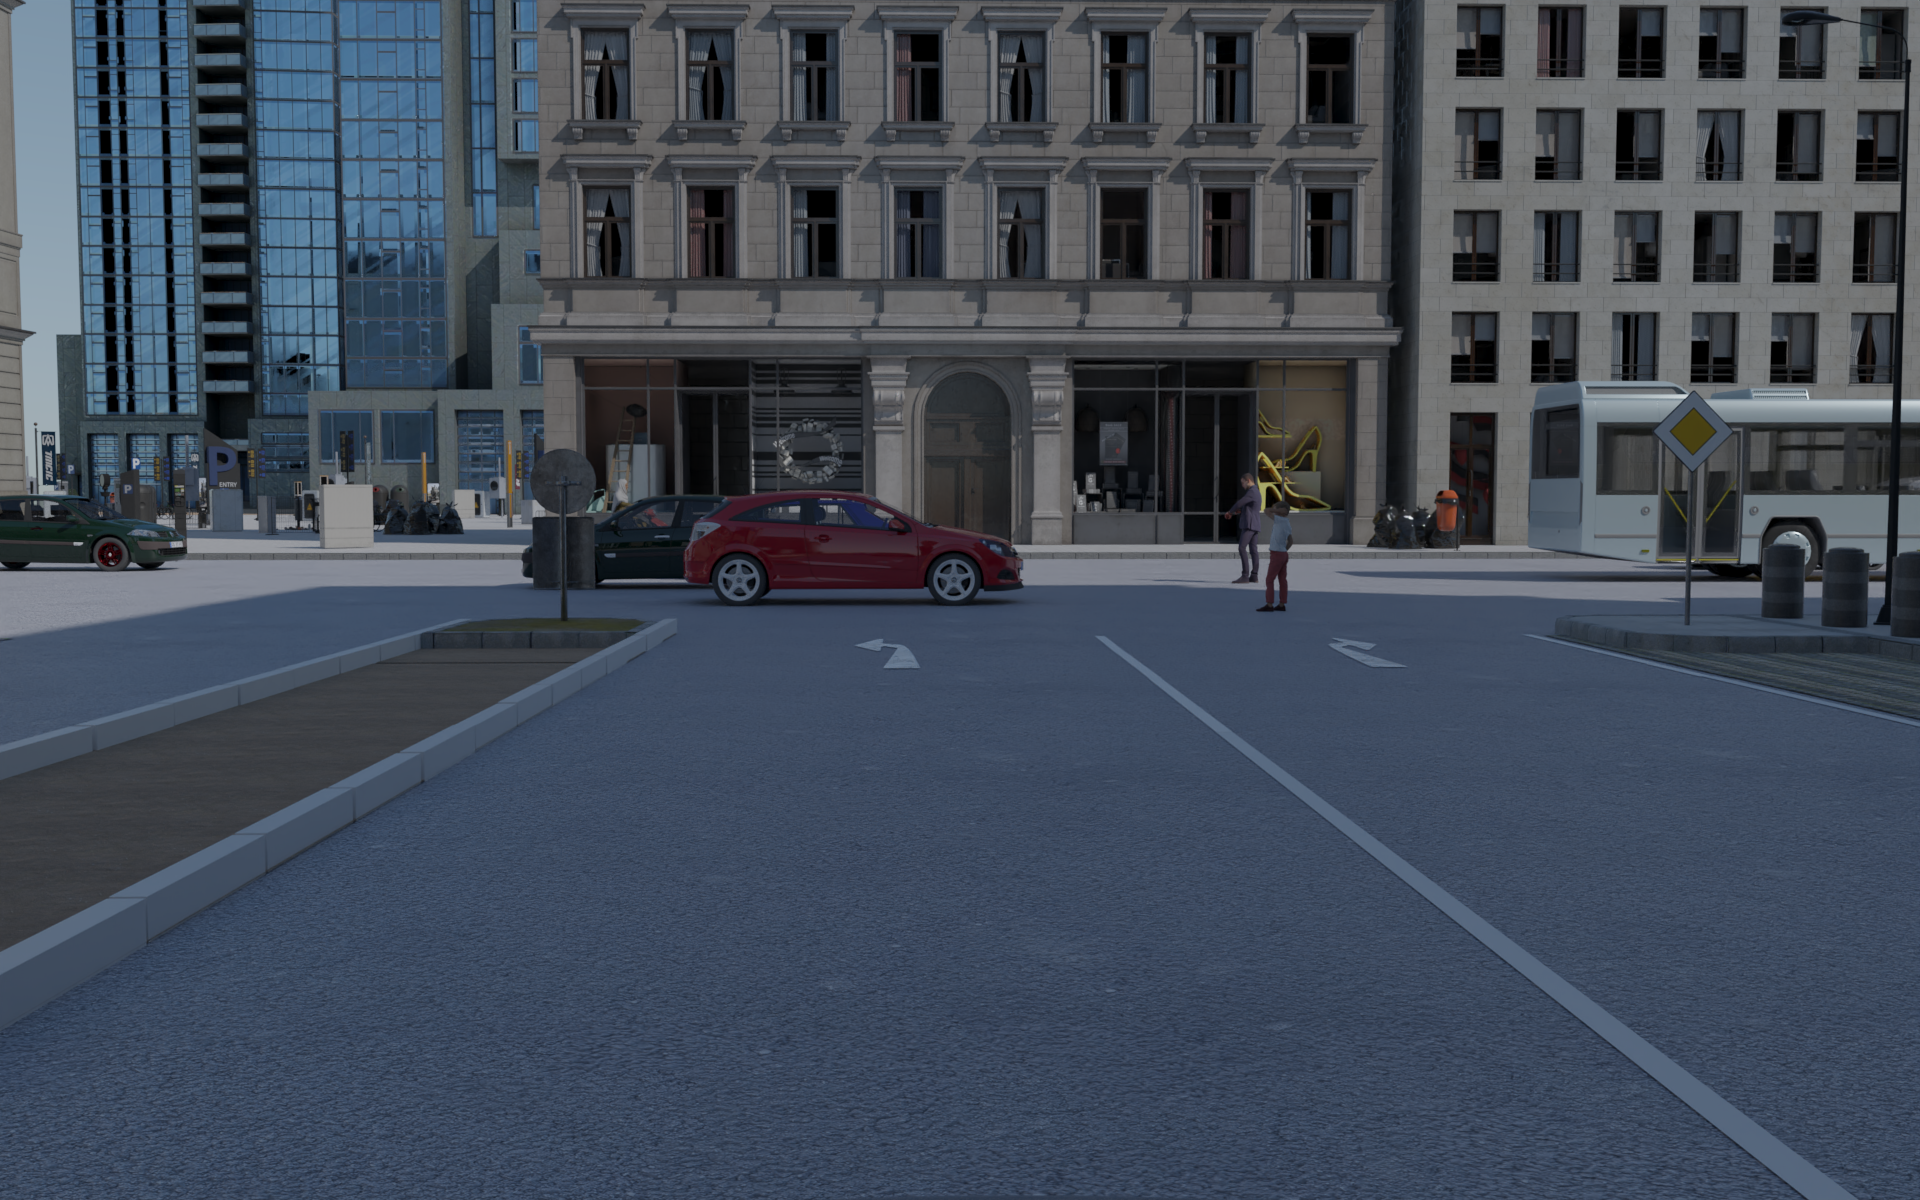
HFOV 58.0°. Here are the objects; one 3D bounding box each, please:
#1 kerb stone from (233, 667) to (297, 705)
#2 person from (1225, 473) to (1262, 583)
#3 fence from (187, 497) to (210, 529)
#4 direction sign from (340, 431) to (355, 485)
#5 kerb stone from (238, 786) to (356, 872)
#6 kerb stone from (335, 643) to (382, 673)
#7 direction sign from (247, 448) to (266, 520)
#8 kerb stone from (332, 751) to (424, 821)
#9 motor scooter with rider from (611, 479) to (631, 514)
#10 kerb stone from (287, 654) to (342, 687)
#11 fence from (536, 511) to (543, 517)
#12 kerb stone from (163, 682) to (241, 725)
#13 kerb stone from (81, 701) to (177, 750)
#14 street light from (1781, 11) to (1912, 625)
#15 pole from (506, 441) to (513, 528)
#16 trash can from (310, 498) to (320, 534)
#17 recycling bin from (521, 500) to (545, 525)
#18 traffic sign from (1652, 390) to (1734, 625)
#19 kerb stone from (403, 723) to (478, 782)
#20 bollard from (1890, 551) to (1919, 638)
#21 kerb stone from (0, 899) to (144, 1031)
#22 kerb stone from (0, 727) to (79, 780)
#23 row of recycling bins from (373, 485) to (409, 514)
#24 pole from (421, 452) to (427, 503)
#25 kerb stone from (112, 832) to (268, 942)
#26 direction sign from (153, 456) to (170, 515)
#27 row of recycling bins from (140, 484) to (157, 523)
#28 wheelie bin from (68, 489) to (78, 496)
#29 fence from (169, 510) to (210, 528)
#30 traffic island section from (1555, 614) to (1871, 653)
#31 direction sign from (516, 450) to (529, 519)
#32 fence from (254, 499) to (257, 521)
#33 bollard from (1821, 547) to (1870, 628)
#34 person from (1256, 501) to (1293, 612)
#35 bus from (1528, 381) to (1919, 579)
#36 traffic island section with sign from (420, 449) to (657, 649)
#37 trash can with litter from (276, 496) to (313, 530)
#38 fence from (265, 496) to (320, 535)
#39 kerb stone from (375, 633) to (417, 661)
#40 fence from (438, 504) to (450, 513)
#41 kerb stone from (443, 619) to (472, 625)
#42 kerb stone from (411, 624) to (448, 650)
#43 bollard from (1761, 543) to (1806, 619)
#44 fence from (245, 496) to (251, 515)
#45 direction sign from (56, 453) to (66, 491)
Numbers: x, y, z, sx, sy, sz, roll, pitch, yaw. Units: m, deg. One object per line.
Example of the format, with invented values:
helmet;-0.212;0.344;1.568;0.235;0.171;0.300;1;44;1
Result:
kerb stone;-4.920;0.613;12.169;0.120;0.150;1.000;0;4;-2
person;4.559;-1.161;27.939;0.568;1.767;0.683;1;4;21
fence;-26.596;-3.031;60.753;2.264;1.192;0.480;2;4;24
direction sign;-21.929;-4.284;62.041;0.876;3.537;0.379;3;5;40
kerb stone;-2.695;0.926;7.052;0.120;0.150;1.000;0;4;-2
kerb stone;-4.980;0.488;14.223;0.120;0.150;1.000;0;4;-2
direction sign;-34.793;-5.732;85.712;0.876;3.537;0.379;-3;5;-44
kerb stone;-2.719;0.865;8.084;0.120;0.150;1.000;0;4;-2
motor scooter with rider;-6.543;-1.585;34.876;1.986;1.779;0.876;0;4;-2
kerb stone;-4.957;0.550;13.199;0.120;0.150;1.000;0;4;-2
fence;-14.500;-2.870;62.300;2.069;0.683;0.278;2;4;28
kerb stone;-4.902;0.676;11.144;0.120;0.150;1.000;0;4;-2
kerb stone;-4.863;0.739;10.114;0.120;0.150;1.000;0;4;-2
street light;8.603;-2.710;16.847;1.470;5.913;1.316;0;4;-2
pole;-17.189;-4.416;66.048;0.158;3.312;0.155;0;3;0
trash can;-20.745;-2.732;56.322;0.748;1.137;0.748;0;3;0
recycling bin;-18.064;-3.713;73.259;0.722;1.027;0.722;2;4;30
traffic sign;7.109;-0.809;16.875;0.795;2.450;0.064;0;4;-2
kerb stone;-2.740;0.800;9.120;0.120;0.150;1.000;0;4;-2
bollard;8.604;-0.052;15.573;0.404;0.777;0.398;0;3;0
kerb stone;-2.630;1.052;4.996;0.120;0.150;1.000;0;4;-2
kerb stone;-4.846;0.804;9.078;0.120;0.150;1.000;0;4;-2
row of recycling bins;-26.075;-4.235;76.355;3.534;1.692;1.069;0;4;-2
pole;-26.208;-5.557;84.707;0.158;3.312;0.155;0;3;0
kerb stone;-2.663;0.989;6.020;0.120;0.150;1.000;0;4;-2
direction sign;-47.976;-6.859;104.145;0.876;3.537;0.379;-1;4;-16
row of recycling bins;-34.343;-4.017;72.783;1.069;1.692;3.534;-1;4;-21
wheelie bin;-54.242;-5.975;105.604;0.693;1.594;0.980;2;4;30
fence;-29.296;-3.098;66.030;2.069;0.683;0.278;1;4;15
traffic island section;7.132;0.326;16.953;2.009;0.180;2.903;0;4;-2
direction sign;-22.715;-5.994;89.996;0.379;3.537;0.876;2;4;31
fence;-32.558;-4.393;83.022;2.264;1.192;0.480;0;4;3
bollard;8.576;-0.126;16.778;0.404;0.777;0.398;0;3;0
person;3.851;-0.537;21.185;0.340;1.345;0.435;2;4;30
bus;16.609;-2.100;29.200;13.247;3.499;2.948;0;4;-1
traffic island section with sign;-3.997;-0.536;16.898;2.006;1.907;1.989;0;4;-2
trash can with litter;-23.735;-3.135;62.322;1.678;1.210;2.233;-2;4;-26
fence;-20.538;-2.620;54.045;2.264;1.192;0.480;1;4;12
kerb stone;-5.005;0.425;15.247;0.120;0.150;1.000;0;4;-2
fence;-30.321;-5.281;101.714;0.278;0.683;2.069;0;4;5
kerb stone;-5.066;0.300;17.298;0.120;0.150;1.000;0;4;-2
kerb stone;-5.032;0.362;16.271;0.120;0.150;1.000;0;4;-2
bollard;8.545;-0.200;17.979;0.404;0.777;0.398;0;3;0
fence;-41.257;-5.410;99.658;2.264;1.192;0.480;1;4;10
direction sign;-49.850;-6.368;96.110;0.876;3.537;0.379;2;4;33
